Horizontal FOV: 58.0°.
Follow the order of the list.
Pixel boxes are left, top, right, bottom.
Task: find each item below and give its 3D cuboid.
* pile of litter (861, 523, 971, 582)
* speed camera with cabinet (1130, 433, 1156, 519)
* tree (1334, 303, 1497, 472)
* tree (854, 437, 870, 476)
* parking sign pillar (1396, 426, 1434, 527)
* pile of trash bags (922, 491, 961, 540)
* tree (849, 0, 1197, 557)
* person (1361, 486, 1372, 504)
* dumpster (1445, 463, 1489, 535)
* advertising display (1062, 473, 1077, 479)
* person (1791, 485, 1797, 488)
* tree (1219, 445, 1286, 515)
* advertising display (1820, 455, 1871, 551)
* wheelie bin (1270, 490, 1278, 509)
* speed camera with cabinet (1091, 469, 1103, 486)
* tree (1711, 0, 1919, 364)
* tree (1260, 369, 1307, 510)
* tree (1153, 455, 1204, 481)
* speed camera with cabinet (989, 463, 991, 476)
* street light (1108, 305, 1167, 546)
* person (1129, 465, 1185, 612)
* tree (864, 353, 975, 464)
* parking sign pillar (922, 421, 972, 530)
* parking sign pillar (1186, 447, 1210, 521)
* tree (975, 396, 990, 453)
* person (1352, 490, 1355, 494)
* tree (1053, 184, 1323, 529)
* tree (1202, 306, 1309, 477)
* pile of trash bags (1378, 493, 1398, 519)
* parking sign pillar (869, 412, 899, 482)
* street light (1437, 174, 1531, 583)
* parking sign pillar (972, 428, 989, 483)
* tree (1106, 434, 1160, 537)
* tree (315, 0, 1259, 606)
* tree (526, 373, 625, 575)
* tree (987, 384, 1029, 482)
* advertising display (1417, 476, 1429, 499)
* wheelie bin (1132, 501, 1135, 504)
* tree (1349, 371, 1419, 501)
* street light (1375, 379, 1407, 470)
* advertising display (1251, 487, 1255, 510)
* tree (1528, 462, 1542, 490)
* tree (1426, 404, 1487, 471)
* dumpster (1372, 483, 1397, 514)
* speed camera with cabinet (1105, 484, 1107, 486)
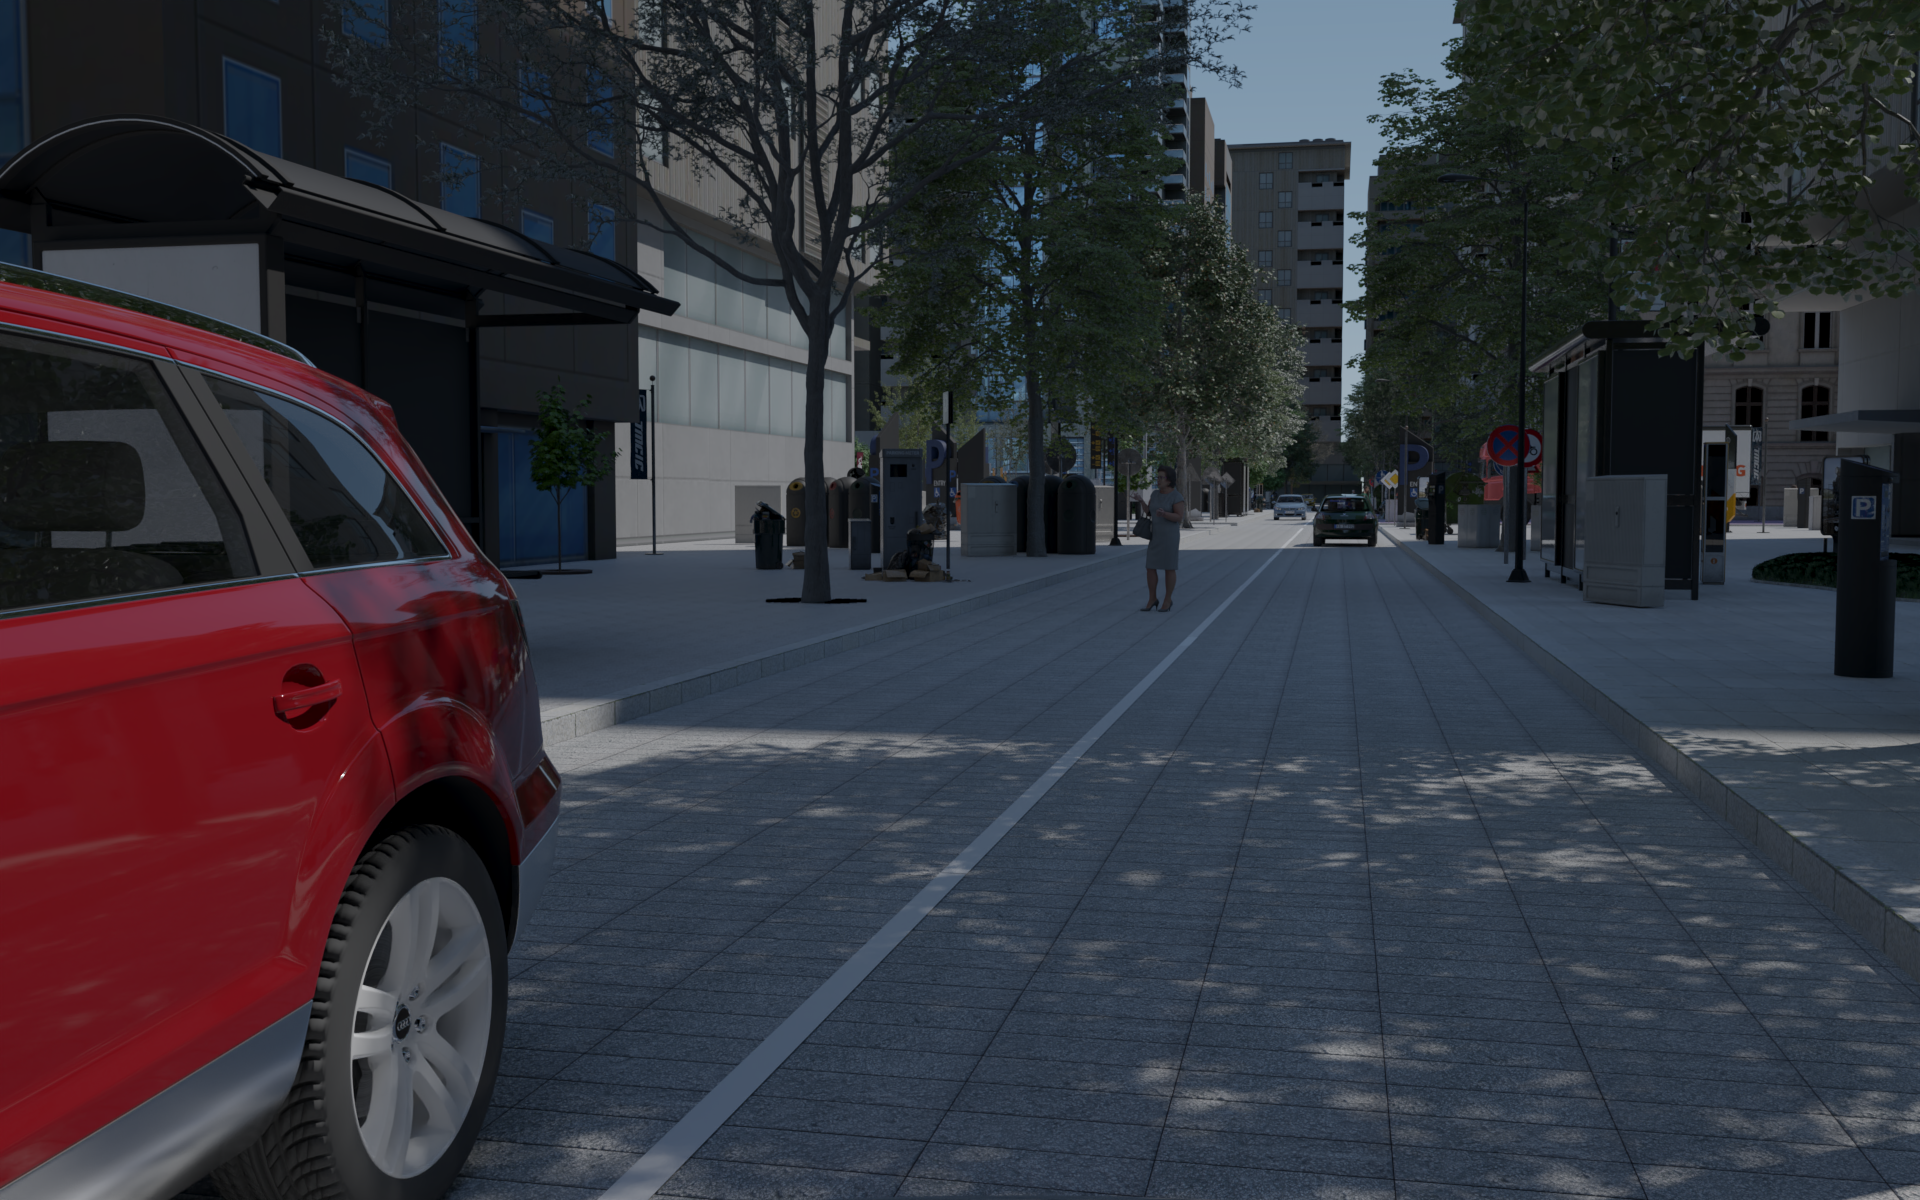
[{"bbox_3d":[-0.671,-0.714,25.639,1.719,0.858,1.176,3,5,44],"label":"pile of litter"},{"bbox_3d":[6.031,-3.735,55.401,0.660,3.252,2.038,2,4,31],"label":"speed camera with cabinet"},{"bbox_3d":[22.289,-9.086,82.960,7.601,10.594,8.767,0,4,-4],"label":"tree"},{"bbox_3d":[-5.900,-6.953,97.400,4.285,4.588,4.351,0,3,0],"label":"tree"},{"bbox_3d":[17.832,-4.852,67.801,1.447,3.967,1.447,1,4,23],"label":"parking sign pillar"},{"bbox_3d":[-0.889,-2.342,48.038,3.447,1.369,1.912,3,5,42],"label":"pile of trash bags"},{"bbox_3d":[1.245,-7.137,34.824,7.486,12.596,7.792,0,3,0],"label":"tree"},{"bbox_3d":[18.418,-4.272,78.588,0.600,1.795,0.529,-2,4,-28],"label":"person"},{"bbox_3d":[16.089,-3.240,55.462,1.502,2.255,1.985,1,4,12],"label":"dumpster"},{"bbox_3d":[3.265,-2.986,54.040,0.974,1.923,0.123,-3,4,-36],"label":"advertising display"},{"bbox_3d":[33.008,-3.664,68.646,0.529,1.795,0.600,0,4,6],"label":"person"},{"bbox_3d":[17.439,-7.544,107.056,4.285,4.588,4.351,0,3,0],"label":"tree"},{"bbox_3d":[14.670,-1.438,28.728,0.123,1.923,0.974,-1,4,-13],"label":"advertising display"},{"bbox_3d":[26.887,-8.592,148.395,0.693,1.594,0.980,0,4,3],"label":"wheelie bin"},{"bbox_3d":[8.175,-6.756,104.800,0.660,3.252,2.038,1,4,8],"label":"speed camera with cabinet"},{"bbox_3d":[5.232,-5.497,8.009,7.486,12.596,7.792,0,3,0],"label":"tree"},{"bbox_3d":[24.823,-13.238,142.200,9.928,11.665,9.643,0,3,0],"label":"tree"},{"bbox_3d":[12.780,-7.269,102.560,4.285,4.588,4.351,0,3,0],"label":"tree"},{"bbox_3d":[1.675,-7.134,110.976,0.660,3.252,2.038,0,4,-5],"label":"speed camera with cabinet"},{"bbox_3d":[4.394,-4.294,42.743,1.470,5.913,1.316,1,4,12],"label":"street light"},{"bbox_3d":[2.358,-0.748,21.091,0.716,1.782,0.532,3,5,45],"label":"person"},{"bbox_3d":[-2.429,-8.402,87.729,4.737,8.622,4.395,0,3,0],"label":"tree"},{"bbox_3d":[-0.663,-4.480,61.722,1.447,3.967,1.447,-3,4,-37],"label":"parking sign pillar"},{"bbox_3d":[10.814,-5.710,81.823,1.447,3.967,1.447,-3,5,-43],"label":"parking sign pillar"},{"bbox_3d":[0.368,-10.484,121.779,4.737,8.622,4.395,0,3,0],"label":"tree"},{"bbox_3d":[32.451,-8.206,143.154,0.515,1.767,0.782,2,4,24],"label":"person"},{"bbox_3d":[8.260,-9.027,64.597,9.611,12.733,9.660,0,3,0],"label":"tree"},{"bbox_3d":[18.945,-12.919,117.885,9.857,13.997,8.962,0,3,0],"label":"tree"},{"bbox_3d":[22.232,-4.777,87.859,1.912,1.369,3.447,1,4,10],"label":"pile of trash bags"},{"bbox_3d":[-2.461,-4.137,56.116,1.447,3.967,1.447,2,4,26],"label":"parking sign pillar"},{"bbox_3d":[7.610,-3.219,25.171,1.470,5.913,1.316,1,4,12],"label":"street light"},{"bbox_3d":[0.555,-5.051,71.062,1.447,3.967,1.447,3,4,36],"label":"parking sign pillar"},{"bbox_3d":[5.017,-3.498,51.798,1.663,3.219,1.824,0,3,0],"label":"tree"},{"bbox_3d":[-1.725,-6.719,20.221,12.009,13.543,11.850,0,3,0],"label":"tree"},{"bbox_3d":[-6.474,-2.027,27.747,1.663,3.219,1.824,0,3,0],"label":"tree"},{"bbox_3d":[3.598,-10.190,116.962,4.360,8.622,3.978,0,3,0],"label":"tree"},{"bbox_3d":[17.036,-3.519,62.742,0.974,1.923,0.123,-1,4,-8],"label":"advertising display"},{"bbox_3d":[15.432,-8.977,154.684,0.693,1.594,0.980,-2,4,-31],"label":"wheelie bin"},{"bbox_3d":[24.401,-9.102,99.179,4.360,8.622,3.978,0,3,0],"label":"tree"},{"bbox_3d":[17.458,-5.959,69.967,1.470,5.913,1.316,1,4,12],"label":"street light"},{"bbox_3d":[23.275,-8.099,137.637,0.123,1.923,0.974,0,4,-4],"label":"advertising display"},{"bbox_3d":[23.091,-4.459,67.503,1.663,3.219,1.824,0,3,0],"label":"tree"},{"bbox_3d":[33.076,-10.115,115.738,4.737,8.622,4.395,0,3,0],"label":"tree"},{"bbox_3d":[26.911,-6.556,109.687,1.502,2.255,1.985,1,4,12],"label":"dumpster"},{"bbox_3d":[11.947,-9.068,142.602,0.660,3.252,2.038,-1,4,-13],"label":"speed camera with cabinet"}]
